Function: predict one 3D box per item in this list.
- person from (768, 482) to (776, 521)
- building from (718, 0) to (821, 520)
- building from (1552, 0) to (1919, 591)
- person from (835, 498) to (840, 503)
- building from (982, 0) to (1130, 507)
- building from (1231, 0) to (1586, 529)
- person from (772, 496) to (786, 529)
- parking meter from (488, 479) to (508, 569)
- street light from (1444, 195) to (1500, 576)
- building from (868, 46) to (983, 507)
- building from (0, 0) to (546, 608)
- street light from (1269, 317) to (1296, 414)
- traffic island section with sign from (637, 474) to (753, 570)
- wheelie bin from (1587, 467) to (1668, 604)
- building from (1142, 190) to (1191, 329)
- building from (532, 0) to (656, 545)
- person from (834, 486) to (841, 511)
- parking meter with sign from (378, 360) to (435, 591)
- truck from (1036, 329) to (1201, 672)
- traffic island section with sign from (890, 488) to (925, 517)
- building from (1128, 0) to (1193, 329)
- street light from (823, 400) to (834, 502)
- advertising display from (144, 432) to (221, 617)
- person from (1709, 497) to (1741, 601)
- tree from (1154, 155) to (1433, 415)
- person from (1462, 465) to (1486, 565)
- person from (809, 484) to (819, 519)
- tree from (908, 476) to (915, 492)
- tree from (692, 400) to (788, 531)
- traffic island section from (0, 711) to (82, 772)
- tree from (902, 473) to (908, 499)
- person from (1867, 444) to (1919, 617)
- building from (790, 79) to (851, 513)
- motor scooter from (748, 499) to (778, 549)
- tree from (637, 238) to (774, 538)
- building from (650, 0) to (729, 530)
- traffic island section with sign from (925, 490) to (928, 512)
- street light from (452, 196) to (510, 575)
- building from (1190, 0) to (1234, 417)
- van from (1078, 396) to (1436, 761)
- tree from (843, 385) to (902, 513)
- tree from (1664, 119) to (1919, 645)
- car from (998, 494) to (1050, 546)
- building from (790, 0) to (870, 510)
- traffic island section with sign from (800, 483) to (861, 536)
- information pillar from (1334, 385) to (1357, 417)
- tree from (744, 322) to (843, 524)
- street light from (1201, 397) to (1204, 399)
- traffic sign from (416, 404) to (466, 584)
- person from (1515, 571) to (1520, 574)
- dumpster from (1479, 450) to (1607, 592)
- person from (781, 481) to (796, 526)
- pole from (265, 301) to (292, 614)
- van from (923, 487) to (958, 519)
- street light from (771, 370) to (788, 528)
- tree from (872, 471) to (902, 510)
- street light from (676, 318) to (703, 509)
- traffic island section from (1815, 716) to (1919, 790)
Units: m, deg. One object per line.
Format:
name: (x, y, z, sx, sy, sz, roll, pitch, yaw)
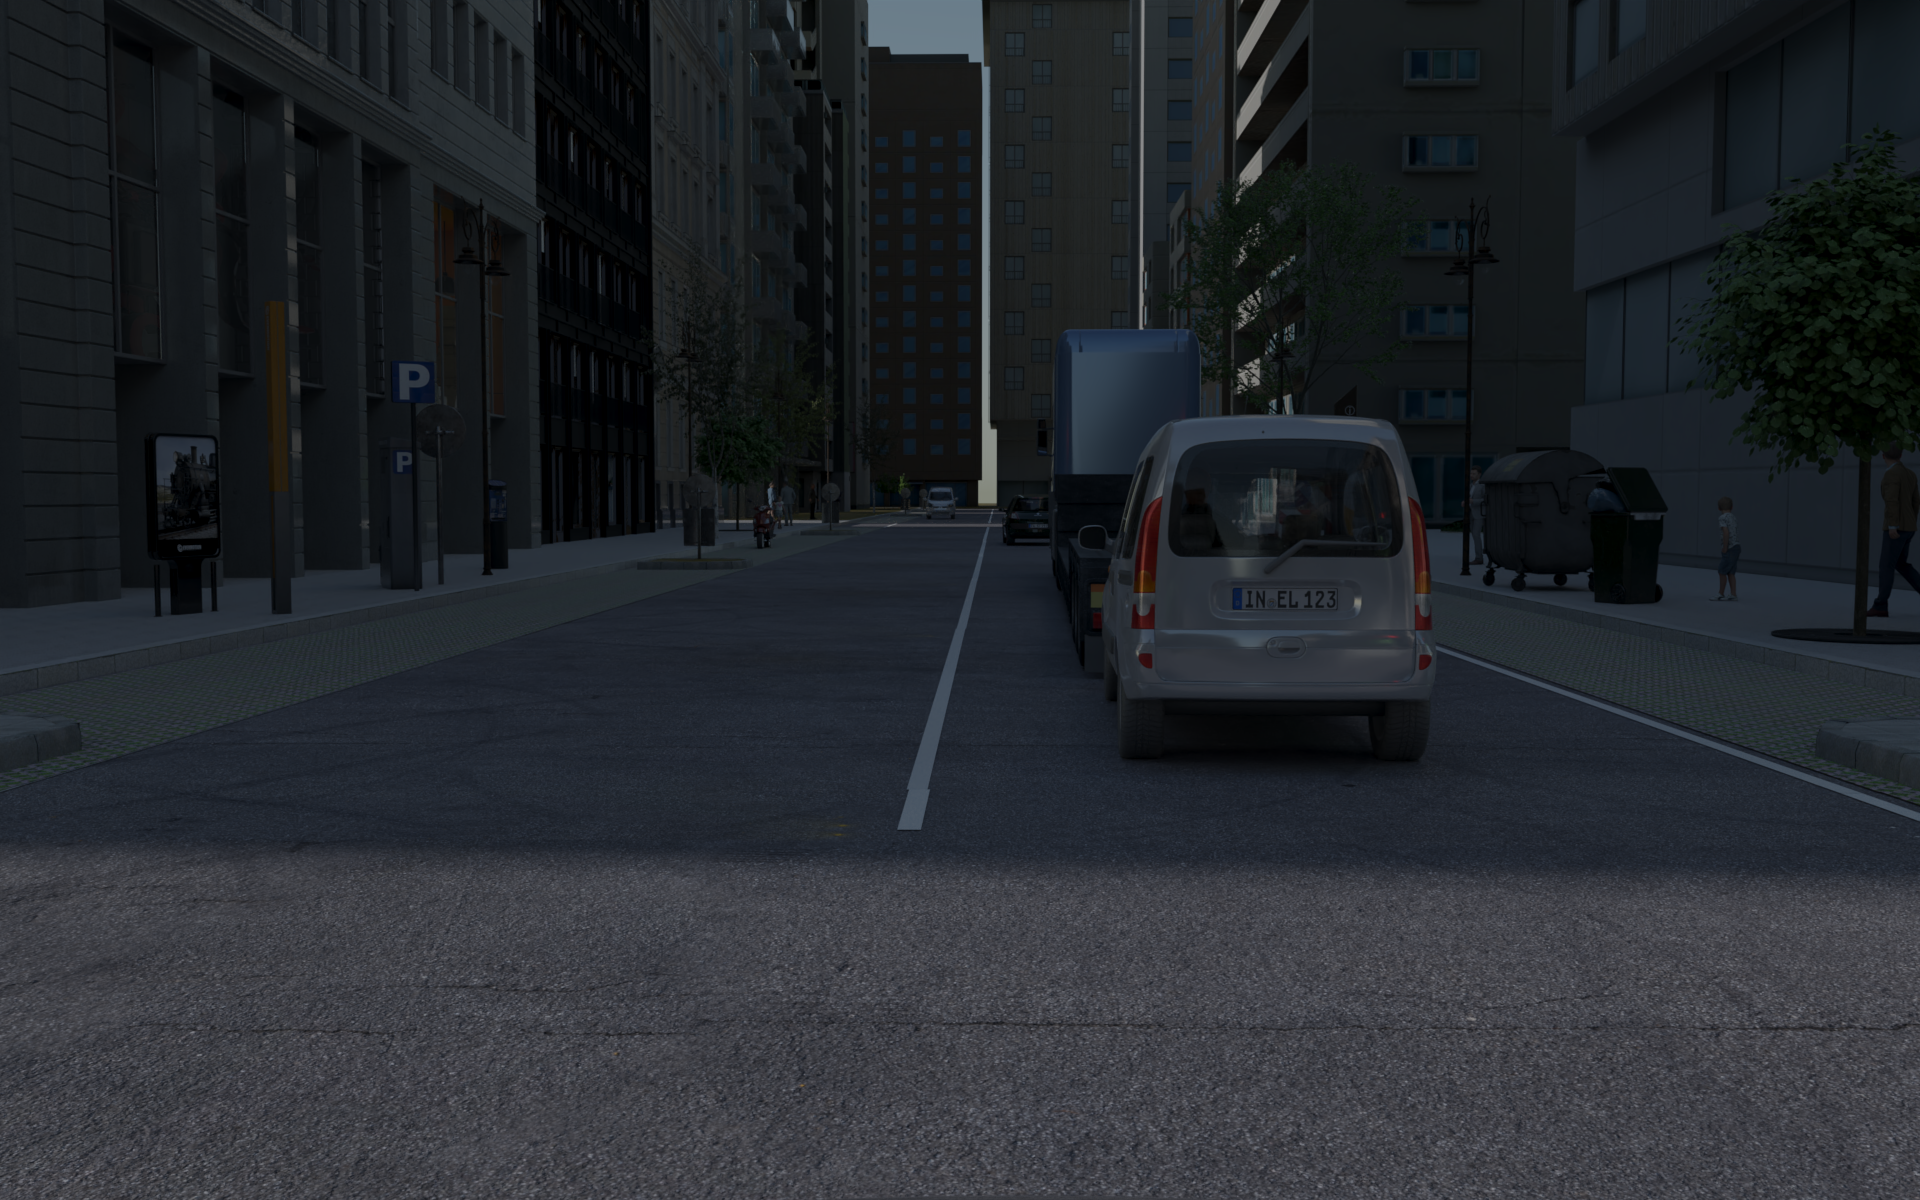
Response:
person: (-8.785, -4.549, 80.436, 0.654, 1.822, 0.581, -1, 4, -17)
building: (-20.728, -29.300, 98.661, 23.786, 49.044, 30.456, 0, 4, 1)
building: (24.859, -26.410, 21.036, 27.495, 52.752, 28.713, 0, 4, 1)
person: (-7.222, -5.472, 98.699, 0.628, 1.438, 0.799, 3, 5, 40)
building: (16.148, -36.332, 183.274, 27.495, 52.752, 28.713, 0, 4, 1)
building: (23.487, -27.403, 71.748, 21.300, 48.544, 21.600, 0, 4, 1)
person: (-6.589, -3.187, 63.160, 0.505, 1.210, 0.382, -3, 4, -38)
parking meter: (-7.944, -1.301, 29.687, 0.372, 1.533, 0.369, 0, 3, 0)
street light: (7.979, -3.325, 27.154, 0.468, 5.910, 1.993, 0, 4, 1)
building: (-4.842, -32.228, 177.041, 14.200, 45.320, 14.600, 0, 4, 1)
building: (-15.691, -15.190, 25.855, 11.434, 29.767, 29.804, 0, 4, 1)
street light: (8.435, -4.444, 45.453, 0.468, 5.910, 1.993, 0, 4, 1)
traffic island section with sign: (-5.063, -1.520, 33.473, 1.989, 1.847, 2.006, 0, 4, 1)
wheelie bin: (7.816, -0.764, 20.397, 0.980, 1.594, 0.693, -2, 4, -27)
building: (26.870, -16.376, 112.790, 27.650, 21.520, 28.899, 0, 4, 1)
building: (-16.463, -13.430, 49.252, 12.332, 23.373, 15.834, 0, 4, 1)
person: (-7.488, -5.969, 104.083, 0.683, 1.767, 0.568, -3, 4, -36)
parking meter with sign: (-7.579, -1.667, 23.514, 0.543, 3.016, 1.738, -2, 4, -29)
truck: (2.508, -2.005, 22.546, 2.967, 4.110, 18.799, 0, 4, 2)
traffic island section with sign: (-3.414, -6.232, 110.527, 1.989, 1.847, 2.006, 0, 4, 1)
building: (24.306, -36.655, 141.305, 21.231, 58.520, 28.212, 0, 4, 1)
street light: (-6.309, -6.741, 83.009, 0.468, 5.910, 1.993, 0, 4, 1)
advertising display: (-8.273, -0.811, 18.472, 0.123, 1.923, 0.974, 1, 4, 16)
person: (9.186, -0.614, 20.766, 0.332, 1.250, 0.352, 0, 4, -7)
tree: (9.975, -7.760, 52.625, 9.928, 11.665, 9.643, 0, 3, 0)
person: (9.332, -1.547, 31.533, 0.583, 1.804, 0.606, -2, 4, -25)
person: (-7.416, -4.976, 87.542, 0.705, 1.807, 1.348, 1, 4, 14)
tree: (-5.240, -10.097, 159.683, 1.663, 3.219, 1.824, 0, 3, 0)
tree: (-7.705, -4.671, 60.090, 4.285, 4.588, 4.351, 0, 3, 0)
traffic island section: (-5.913, 0.826, 8.770, 2.009, 0.180, 2.903, 0, 4, 1)
tree: (-5.610, -9.402, 148.321, 1.663, 3.219, 1.824, 0, 3, 0)
person: (9.824, -0.741, 18.077, 0.836, 1.842, 0.656, 1, 4, 17)
building: (-15.342, -21.386, 121.358, 14.160, 30.474, 14.107, 0, 4, 1)
motor scooter: (-5.179, -2.016, 45.743, 0.815, 1.314, 1.986, 0, 4, 1)
tree: (-7.076, -6.069, 49.598, 4.360, 8.622, 3.978, 0, 3, 0)
building: (-16.977, -17.195, 67.046, 13.634, 28.700, 20.117, 0, 4, 1)
traffic island section with sign: (-2.834, -7.881, 137.476, 1.989, 1.847, 2.006, 0, 4, 1)
street light: (-7.478, -3.329, 27.221, 0.468, 5.910, 1.993, 0, 4, 1)
building: (19.821, -26.927, 90.364, 14.600, 45.320, 14.200, 0, 4, 1)
van: (1.748, -0.226, 10.701, 2.013, 2.044, 4.112, 0, 4, 3)
tree: (-5.791, -10.154, 116.385, 4.360, 8.622, 3.978, 0, 3, 0)
tree: (7.968, -1.937, 15.376, 4.285, 4.588, 4.351, 0, 3, 0)
car: (2.116, -2.426, 49.454, 2.009, 1.686, 4.222, 0, 4, -1)
building: (-18.931, -31.936, 145.851, 21.600, 48.544, 21.300, 0, 4, 1)
traffic island section with sign: (-4.480, -3.168, 60.422, 1.989, 1.847, 2.006, 0, 4, 1)
information pillar: (8.261, -2.800, 37.131, 0.504, 3.616, 0.183, 0, 4, 4)
tree: (-7.308, -7.623, 75.006, 4.737, 8.622, 4.395, 0, 3, 0)
street light: (8.793, -5.630, 64.841, 0.468, 5.910, 1.993, 0, 4, 1)
traffic sign: (-7.373, -1.494, 24.531, 0.768, 2.556, 0.104, 0, 4, 1)
person: (9.165, -1.308, 27.516, 0.778, 1.811, 0.616, -3, 5, -41)
dumpster: (7.867, -1.078, 23.390, 1.264, 1.857, 1.865, 0, 4, 1)
person: (-6.923, -3.875, 69.506, 0.635, 1.810, 0.391, -3, 4, -39)
pole: (-7.266, -1.505, 18.453, 0.158, 3.312, 0.155, 0, 3, 0)
van: (-1.099, -5.663, 99.607, 2.013, 2.044, 4.112, 0, 3, 0)
street light: (-6.755, -5.622, 64.710, 0.468, 5.910, 1.993, 0, 4, 1)
tree: (-6.210, -9.085, 143.135, 1.663, 3.219, 1.824, 0, 3, 0)
street light: (-7.098, -4.449, 45.522, 0.468, 5.910, 1.993, 0, 4, 1)
traffic island section: (5.626, 0.842, 8.519, 2.009, 0.180, 2.903, 0, 4, 1)
